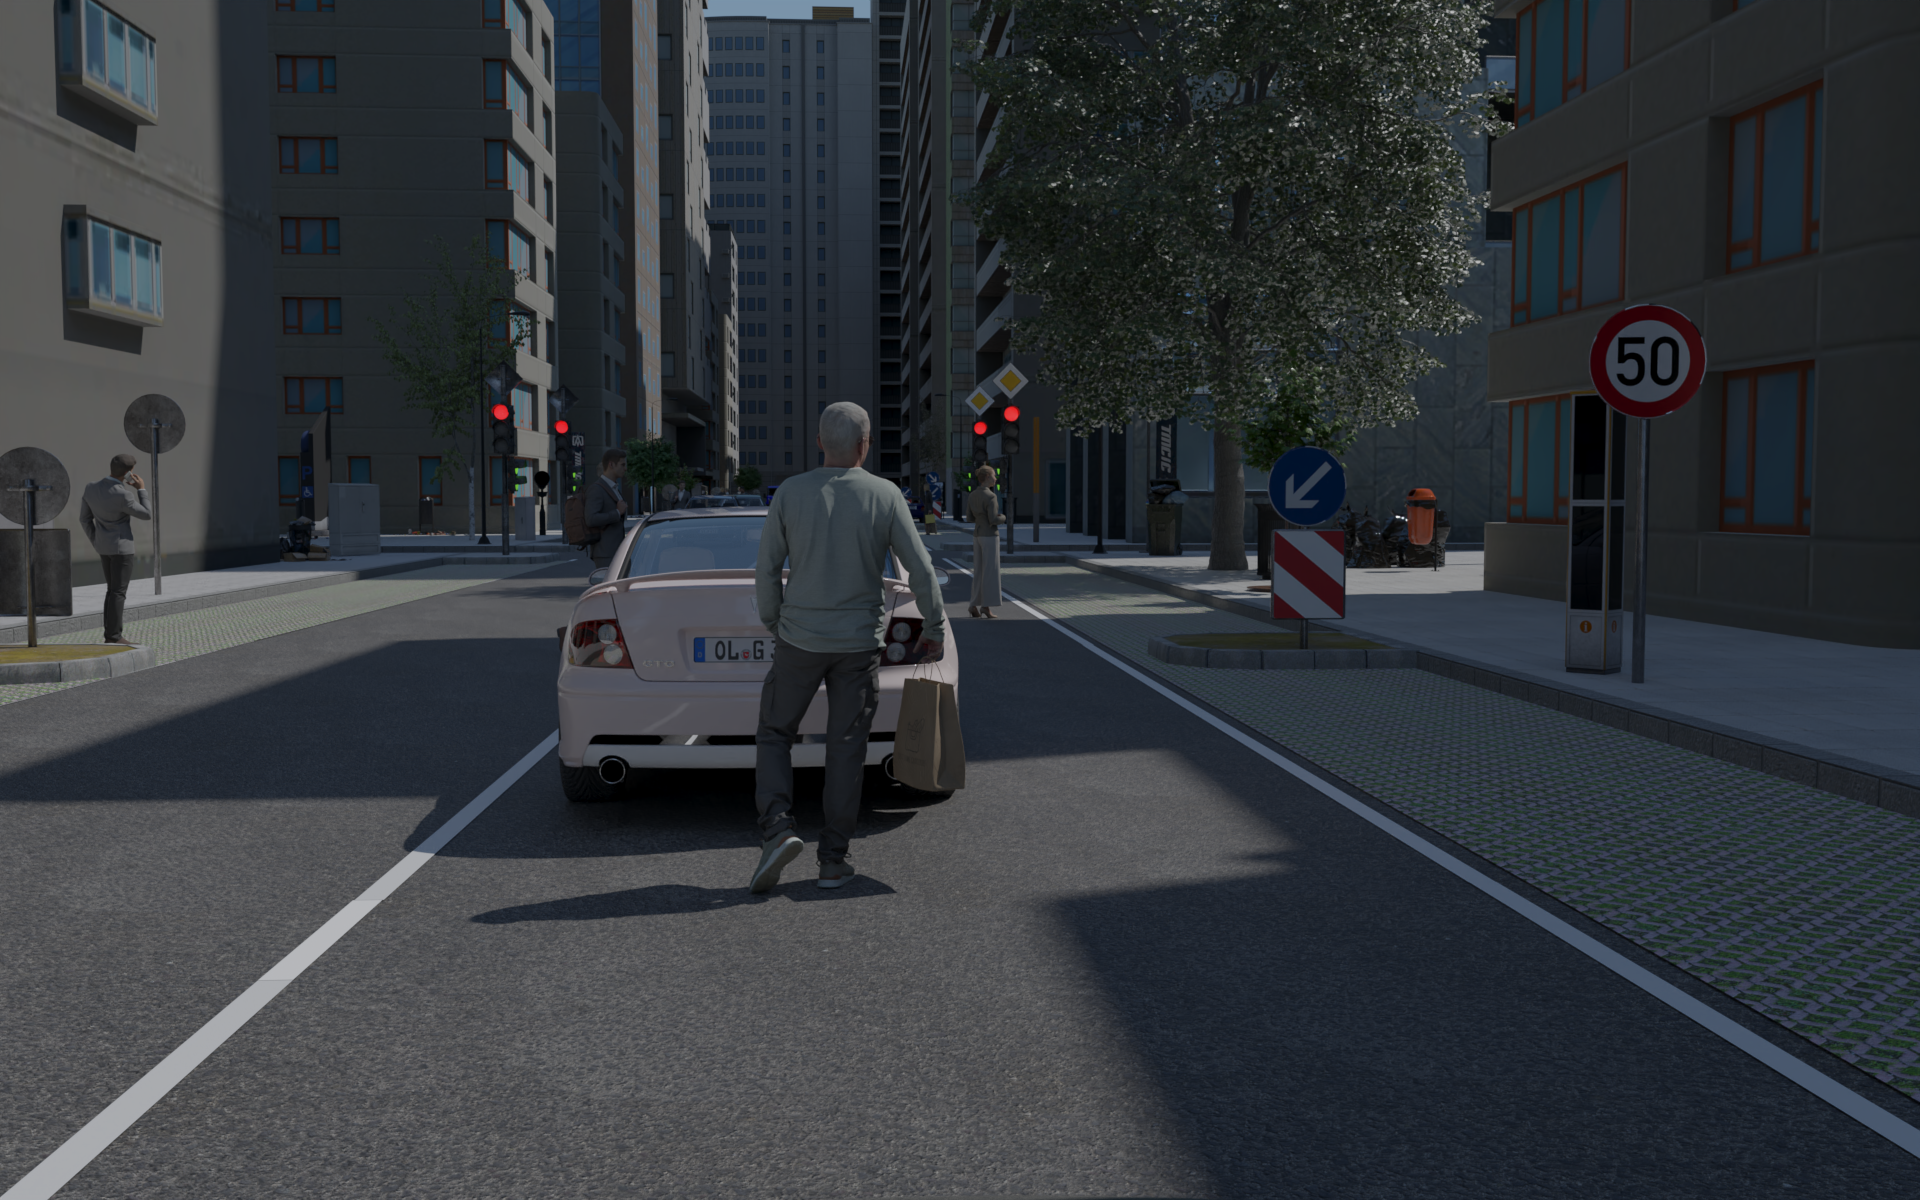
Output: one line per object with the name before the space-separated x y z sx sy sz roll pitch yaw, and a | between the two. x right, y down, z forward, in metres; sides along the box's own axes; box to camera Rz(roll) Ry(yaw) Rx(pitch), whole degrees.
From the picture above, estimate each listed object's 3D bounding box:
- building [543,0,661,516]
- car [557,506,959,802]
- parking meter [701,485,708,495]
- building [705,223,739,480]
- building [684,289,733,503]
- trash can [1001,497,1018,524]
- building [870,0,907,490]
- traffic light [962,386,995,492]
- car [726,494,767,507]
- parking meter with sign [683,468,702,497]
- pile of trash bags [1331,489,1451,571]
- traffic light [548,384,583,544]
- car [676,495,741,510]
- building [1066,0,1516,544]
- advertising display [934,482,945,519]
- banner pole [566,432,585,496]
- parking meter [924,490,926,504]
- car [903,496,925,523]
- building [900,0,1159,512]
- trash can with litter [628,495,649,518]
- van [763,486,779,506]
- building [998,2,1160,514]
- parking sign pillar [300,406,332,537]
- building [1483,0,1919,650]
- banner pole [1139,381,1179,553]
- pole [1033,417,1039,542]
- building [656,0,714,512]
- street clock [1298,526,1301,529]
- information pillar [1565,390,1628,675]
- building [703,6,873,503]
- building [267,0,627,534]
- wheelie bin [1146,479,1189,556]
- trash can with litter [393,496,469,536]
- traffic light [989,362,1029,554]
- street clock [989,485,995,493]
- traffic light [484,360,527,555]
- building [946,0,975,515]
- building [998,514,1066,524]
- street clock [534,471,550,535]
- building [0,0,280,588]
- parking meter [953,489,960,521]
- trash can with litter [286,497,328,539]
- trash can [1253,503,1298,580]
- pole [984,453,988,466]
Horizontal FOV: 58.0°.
building | -26.437 -27.991 107.761 14.600 45.320 14.200 0 4 -4
car | -1.049 0.175 9.504 2.083 1.381 4.827 0 4 -5
parking meter | -16.983 -6.693 115.135 0.399 1.863 0.255 2 4 24
building | -30.990 -25.343 186.057 14.107 30.474 14.160 0 4 -4
building | -35.785 -19.258 159.913 27.650 21.520 28.899 0 4 -4
trash can | 2.099 -3.782 73.490 0.748 1.137 0.748 0 3 0
building | -0.629 -47.452 214.096 20.611 71.187 20.563 0 4 -4
traffic light | 0.486 -3.431 45.020 0.839 4.253 0.868 0 4 -4
car | -6.846 -2.604 54.367 2.131 1.459 4.920 0 4 -6
parking meter with sign | -17.866 -7.426 117.681 1.738 3.016 0.543 0 4 1
pile of trash bags | 7.599 -1.247 30.147 1.912 1.369 3.447 0 4 -3
traffic light | -10.097 -3.384 44.249 0.839 4.253 0.868 0 4 -4
car | -6.812 -2.190 47.804 2.014 1.417 4.499 0 4 -4
building | 19.126 -45.370 54.473 31.000 86.520 22.319 0 4 -4
advertising display | -1.061 -5.176 89.840 0.123 1.923 0.974 -2 4 -30
banner pole | -13.698 -4.368 61.440 0.863 3.779 0.401 -1 4 -12
parking meter | -1.982 -5.833 101.080 0.255 1.863 0.399 0 4 1
car | -2.583 -4.499 86.146 1.945 1.354 3.894 0 4 -4
building | 5.556 -32.827 160.429 21.300 48.544 21.600 0 4 -4
trash can with litter | -17.364 -5.048 93.594 2.233 1.210 1.678 0 4 -3
van | -13.167 -7.447 126.144 2.240 2.365 5.245 0 4 -6
building | 7.796 -31.515 138.974 21.300 48.544 21.600 0 4 -4
parking sign pillar | -19.536 -3.920 52.562 1.447 3.967 1.447 0 4 3
building | 21.807 -10.032 9.069 27.650 21.520 28.899 0 4 -4
banner pole | 4.342 -2.923 37.806 0.863 3.779 0.401 0 4 -2
pole | 2.027 -3.190 45.993 0.158 3.312 0.155 0 3 0
building | -33.207 -33.131 130.928 28.713 52.752 27.495 0 4 -4
street clock | 7.247 -1.960 36.611 0.471 2.002 0.358 0 4 3
information pillar | 4.561 -0.484 12.411 0.304 2.012 0.304 3 5 44
building | -24.990 -41.035 212.922 28.212 58.520 21.231 0 4 -4
building | -28.947 -13.650 68.218 27.650 21.520 28.899 0 4 -4
wheelie bin | 4.295 -1.727 36.143 0.980 1.594 0.693 2 4 24
trash can with litter | -16.345 -2.618 53.858 2.233 1.210 1.678 1 4 22
traffic light | 1.056 -2.944 37.055 0.839 4.253 0.868 0 4 -4
street clock | 1.225 -4.087 71.390 0.471 2.002 0.358 1 4 11
traffic light | -9.527 -2.897 36.284 0.839 4.253 0.868 0 4 -4
building | 6.016 -26.085 110.080 14.154 41.232 14.086 0 4 -4
building | 12.162 -28.179 84.435 21.300 48.544 21.600 0 4 -4
street clock | -12.973 -3.010 53.784 0.471 2.002 0.358 -1 4 -19
building | -22.495 -24.222 19.735 21.600 48.544 21.300 0 4 -4
parking meter | -0.149 -4.591 83.474 0.372 1.533 0.369 0 3 0
trash can with litter | -18.775 -2.322 49.030 1.678 1.210 2.233 -1 4 -22
trash can | 4.779 -0.880 26.049 0.748 1.137 0.748 0 3 0
pole | 1.292 -5.621 85.742 0.158 3.312 0.155 0 3 0
